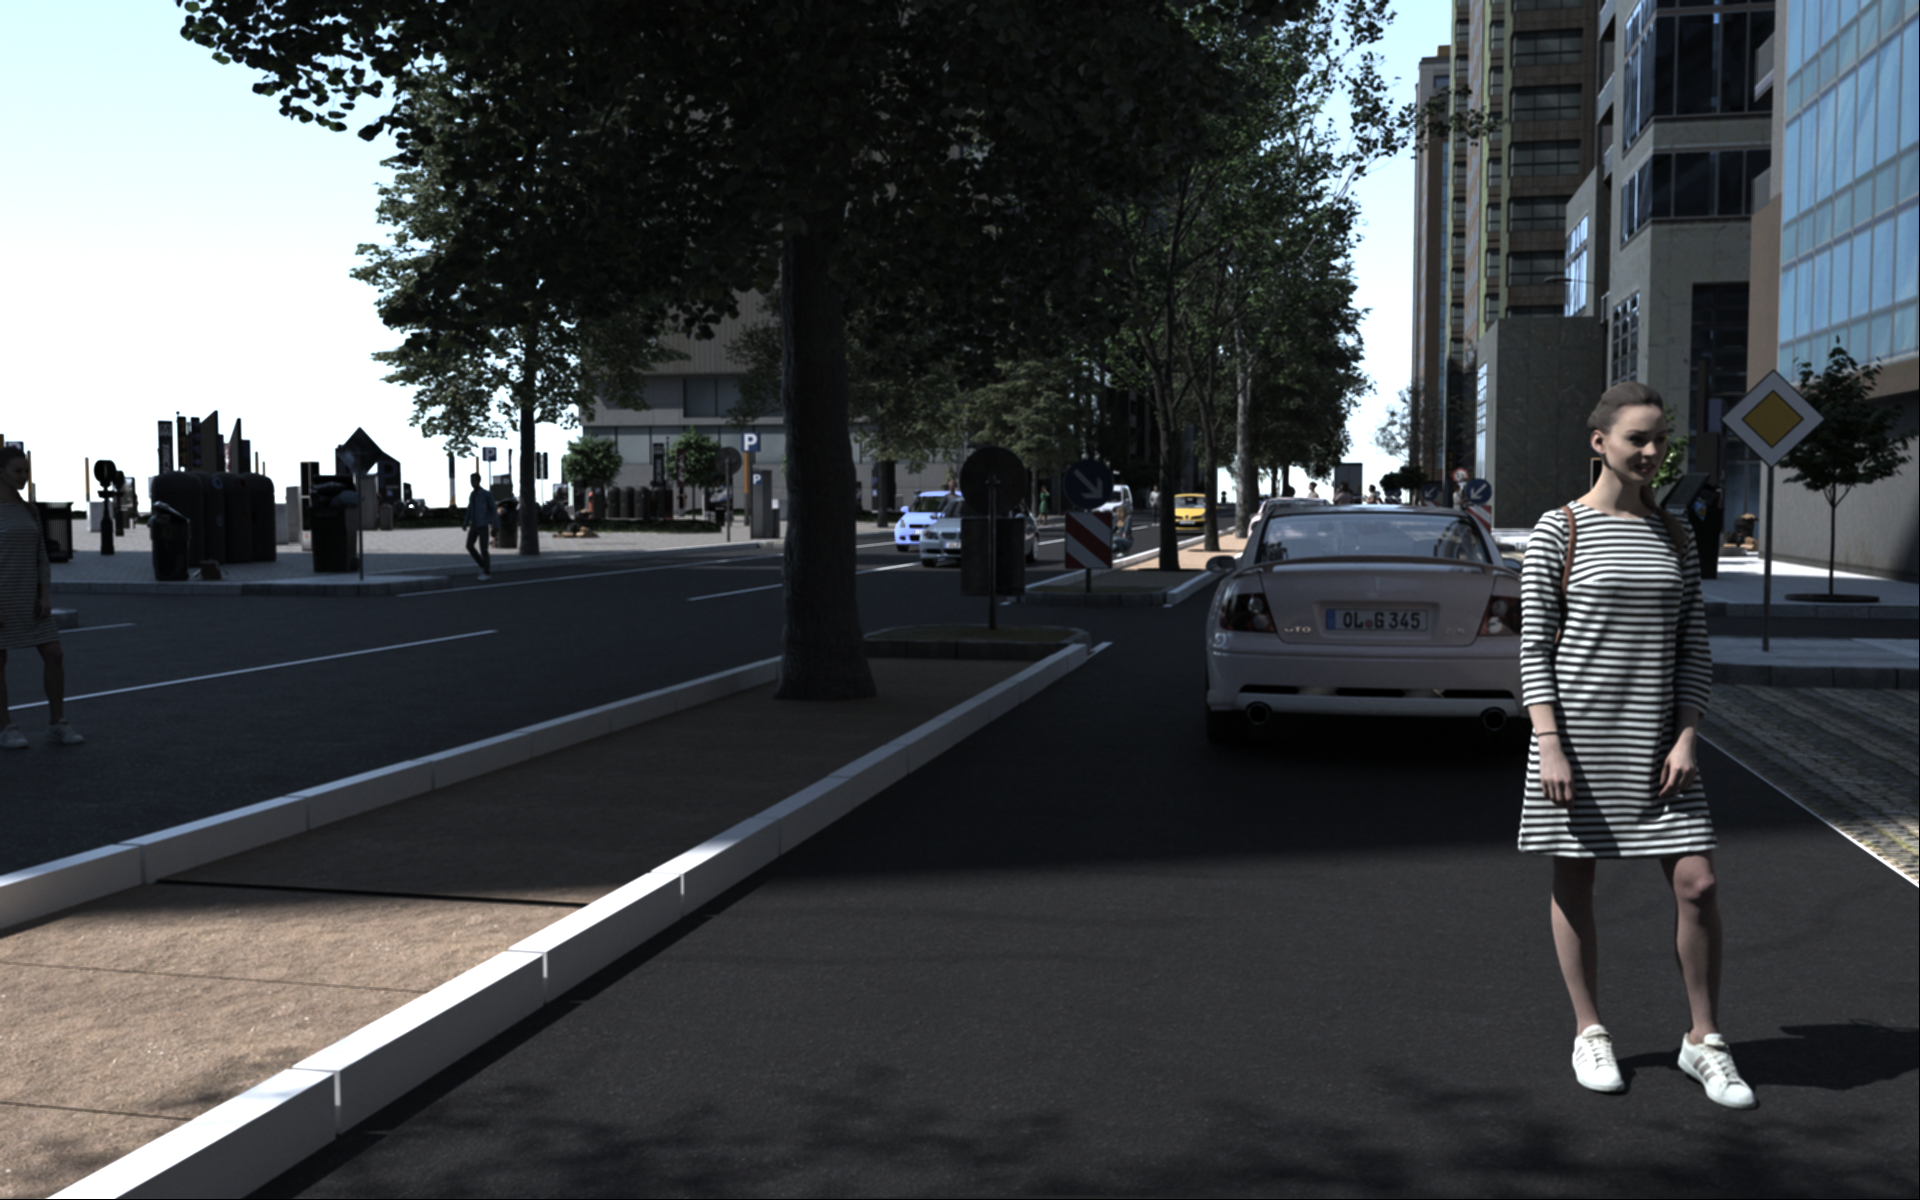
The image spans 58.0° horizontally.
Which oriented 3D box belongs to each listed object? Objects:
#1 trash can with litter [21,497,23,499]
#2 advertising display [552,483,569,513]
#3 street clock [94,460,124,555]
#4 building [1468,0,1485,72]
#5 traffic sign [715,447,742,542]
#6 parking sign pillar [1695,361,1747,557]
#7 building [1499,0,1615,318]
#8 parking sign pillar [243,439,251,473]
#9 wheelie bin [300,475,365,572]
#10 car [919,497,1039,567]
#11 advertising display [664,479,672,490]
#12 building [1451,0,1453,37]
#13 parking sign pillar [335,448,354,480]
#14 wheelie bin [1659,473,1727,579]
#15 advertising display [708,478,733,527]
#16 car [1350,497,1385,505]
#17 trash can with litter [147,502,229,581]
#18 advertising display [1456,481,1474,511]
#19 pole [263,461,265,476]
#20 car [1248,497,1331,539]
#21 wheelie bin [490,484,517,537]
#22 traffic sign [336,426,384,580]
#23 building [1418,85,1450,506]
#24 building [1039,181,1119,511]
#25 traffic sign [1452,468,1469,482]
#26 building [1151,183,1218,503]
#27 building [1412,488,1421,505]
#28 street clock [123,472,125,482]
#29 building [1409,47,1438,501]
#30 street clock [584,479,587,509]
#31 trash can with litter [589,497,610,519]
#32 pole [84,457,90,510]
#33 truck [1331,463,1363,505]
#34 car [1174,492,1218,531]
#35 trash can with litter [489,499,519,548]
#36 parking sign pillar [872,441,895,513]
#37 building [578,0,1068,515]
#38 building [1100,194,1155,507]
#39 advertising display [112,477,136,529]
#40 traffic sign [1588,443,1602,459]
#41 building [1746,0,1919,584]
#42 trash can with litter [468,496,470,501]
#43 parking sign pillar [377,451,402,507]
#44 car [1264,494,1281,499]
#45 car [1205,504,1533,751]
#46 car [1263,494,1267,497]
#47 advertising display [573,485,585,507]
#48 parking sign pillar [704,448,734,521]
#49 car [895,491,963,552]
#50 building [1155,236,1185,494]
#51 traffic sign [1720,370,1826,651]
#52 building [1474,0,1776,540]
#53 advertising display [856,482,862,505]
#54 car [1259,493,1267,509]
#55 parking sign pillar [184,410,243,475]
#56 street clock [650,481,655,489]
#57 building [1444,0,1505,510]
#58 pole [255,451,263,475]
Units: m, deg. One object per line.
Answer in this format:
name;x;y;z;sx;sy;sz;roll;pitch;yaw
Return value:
trash can with litter;-60.420;-6.103;111.172;0.624;1.170;1.055;-1;4;-16
advertising display;-23.937;-6.033;103.852;0.974;1.923;0.123;0;4;5
street clock;-18.010;-1.955;36.533;0.471;2.002;0.358;2;4;31
building;41.578;-28.504;116.148;14.600;45.320;14.200;1;4;13
traffic sign;-6.231;-2.841;46.555;0.768;2.556;0.104;1;4;13
parking sign pillar;15.518;-2.893;35.778;1.447;3.967;1.447;2;4;31
building;33.948;-19.212;85.818;14.160;30.474;14.107;1;4;13
parking sign pillar;-25.684;-4.483;61.765;1.447;3.967;1.447;-3;4;-36
wheelie bin;-10.292;-1.262;28.546;0.980;1.594;0.693;0;4;2
car;0.468;-1.430;35.389;2.014;1.417;4.499;1;4;13
advertising display;-12.901;-4.363;76.546;0.123;1.923;0.974;0;4;5
building;53.033;-37.155;149.477;21.231;58.520;28.212;1;4;13
parking sign pillar;-35.839;-6.876;100.897;1.447;3.967;1.447;1;4;12
wheelie bin;11.185;-1.129;26.361;0.693;1.594;0.980;0;4;-7
advertising display;-9.474;-3.866;68.421;0.974;1.923;0.123;0;4;-1
car;15.452;-3.275;66.134;1.945;1.354;3.894;1;4;11
trash can with litter;-11.544;-0.887;25.892;1.055;1.170;0.624;-2;4;-31
advertising display;24.066;-4.717;82.340;0.974;1.923;0.123;0;4;3
pole;-42.968;-6.919;106.966;0.158;3.312;0.155;0;3;0
car;7.064;-1.457;36.188;2.083;1.381;4.827;1;4;14
wheelie bin;-13.706;-2.685;51.807;0.980;1.594;0.693;0;4;-3
traffic sign;-8.924;-1.354;25.775;0.795;2.450;0.064;1;4;13
building;57.900;-33.014;189.896;14.600;45.320;14.200;1;4;13
building;0.414;-32.067;143.904;23.786;49.044;30.456;1;4;13
traffic sign;24.186;-5.114;83.722;0.768;2.556;0.104;1;4;18
building;24.365;-42.690;239.981;21.231;58.520;28.212;1;4;13
building;70.882;-31.488;206.716;32.217;40.220;23.993;1;4;13
street clock;-25.586;-2.942;52.674;0.358;2.002;0.471;0;4;-5
building;71.686;-42.257;232.898;21.231;58.520;28.212;1;4;13
street clock;-17.406;-4.598;79.745;0.358;2.002;0.471;2;4;33
trash can with litter;-17.412;-4.396;83.266;1.055;1.170;0.624;-3;5;-45
pole;-48.099;-6.216;95.477;0.158;3.312;0.155;0;3;0
truck;35.692;-10.435;159.531;2.839;4.237;11.283;1;4;12
car;8.202;-3.147;61.677;2.015;1.641;3.980;1;4;11
trash can with litter;-10.877;-1.815;41.062;0.624;1.170;1.055;-3;5;-39
parking sign pillar;-3.845;-6.029;87.048;1.447;3.967;1.447;3;5;40
building;-7.650;-32.215;115.957;28.713;52.752;27.495;1;4;13
building;10.413;-24.056;165.023;14.160;30.474;14.107;1;4;13
advertising display;-31.019;-3.613;64.279;0.974;1.923;0.123;1;4;19
traffic sign;8.335;-1.116;21.883;0.795;2.450;0.064;1;4;13
building;20.839;-22.907;24.648;14.200;45.320;14.600;1;4;13
trash can with litter;-24.068;-4.497;84.582;1.678;1.210;2.233;0;4;1
parking sign pillar;-32.725;-6.779;99.315;1.447;3.967;1.447;-1;4;-20
car;25.043;-7.733;138.440;2.014;1.417;4.499;1;4;12
car;2.600;0.073;11.162;2.083;1.381;4.827;1;4;12
car;38.655;-12.980;221.813;1.945;1.707;3.694;1;4;12
advertising display;-20.558;-5.398;93.470;0.123;1.923;0.974;1;4;22
parking sign pillar;-11.593;-5.793;83.180;1.447;3.967;1.447;0;4;6
car;-0.452;-2.106;44.016;1.945;1.707;3.694;1;4;14
building;17.280;-25.686;191.662;14.160;30.474;14.107;1;4;13
traffic sign;6.581;-0.639;14.092;0.795;2.450;0.064;1;4;13
building;29.464;-45.332;53.856;22.319;86.520;31.000;1;4;13
advertising display;-5.281;-5.100;88.600;0.123;1.923;0.974;1;4;20
car;20.482;-6.803;120.816;1.945;1.707;3.694;1;4;14
parking sign pillar;-24.369;-4.124;55.902;1.447;3.967;1.447;1;4;18
street clock;-16.684;-5.485;94.242;0.358;2.002;0.471;-2;4;-25
building;43.937;-27.316;130.213;14.154;41.232;14.086;1;4;13
pole;-33.448;-5.420;82.459;0.158;3.312;0.155;0;3;0
